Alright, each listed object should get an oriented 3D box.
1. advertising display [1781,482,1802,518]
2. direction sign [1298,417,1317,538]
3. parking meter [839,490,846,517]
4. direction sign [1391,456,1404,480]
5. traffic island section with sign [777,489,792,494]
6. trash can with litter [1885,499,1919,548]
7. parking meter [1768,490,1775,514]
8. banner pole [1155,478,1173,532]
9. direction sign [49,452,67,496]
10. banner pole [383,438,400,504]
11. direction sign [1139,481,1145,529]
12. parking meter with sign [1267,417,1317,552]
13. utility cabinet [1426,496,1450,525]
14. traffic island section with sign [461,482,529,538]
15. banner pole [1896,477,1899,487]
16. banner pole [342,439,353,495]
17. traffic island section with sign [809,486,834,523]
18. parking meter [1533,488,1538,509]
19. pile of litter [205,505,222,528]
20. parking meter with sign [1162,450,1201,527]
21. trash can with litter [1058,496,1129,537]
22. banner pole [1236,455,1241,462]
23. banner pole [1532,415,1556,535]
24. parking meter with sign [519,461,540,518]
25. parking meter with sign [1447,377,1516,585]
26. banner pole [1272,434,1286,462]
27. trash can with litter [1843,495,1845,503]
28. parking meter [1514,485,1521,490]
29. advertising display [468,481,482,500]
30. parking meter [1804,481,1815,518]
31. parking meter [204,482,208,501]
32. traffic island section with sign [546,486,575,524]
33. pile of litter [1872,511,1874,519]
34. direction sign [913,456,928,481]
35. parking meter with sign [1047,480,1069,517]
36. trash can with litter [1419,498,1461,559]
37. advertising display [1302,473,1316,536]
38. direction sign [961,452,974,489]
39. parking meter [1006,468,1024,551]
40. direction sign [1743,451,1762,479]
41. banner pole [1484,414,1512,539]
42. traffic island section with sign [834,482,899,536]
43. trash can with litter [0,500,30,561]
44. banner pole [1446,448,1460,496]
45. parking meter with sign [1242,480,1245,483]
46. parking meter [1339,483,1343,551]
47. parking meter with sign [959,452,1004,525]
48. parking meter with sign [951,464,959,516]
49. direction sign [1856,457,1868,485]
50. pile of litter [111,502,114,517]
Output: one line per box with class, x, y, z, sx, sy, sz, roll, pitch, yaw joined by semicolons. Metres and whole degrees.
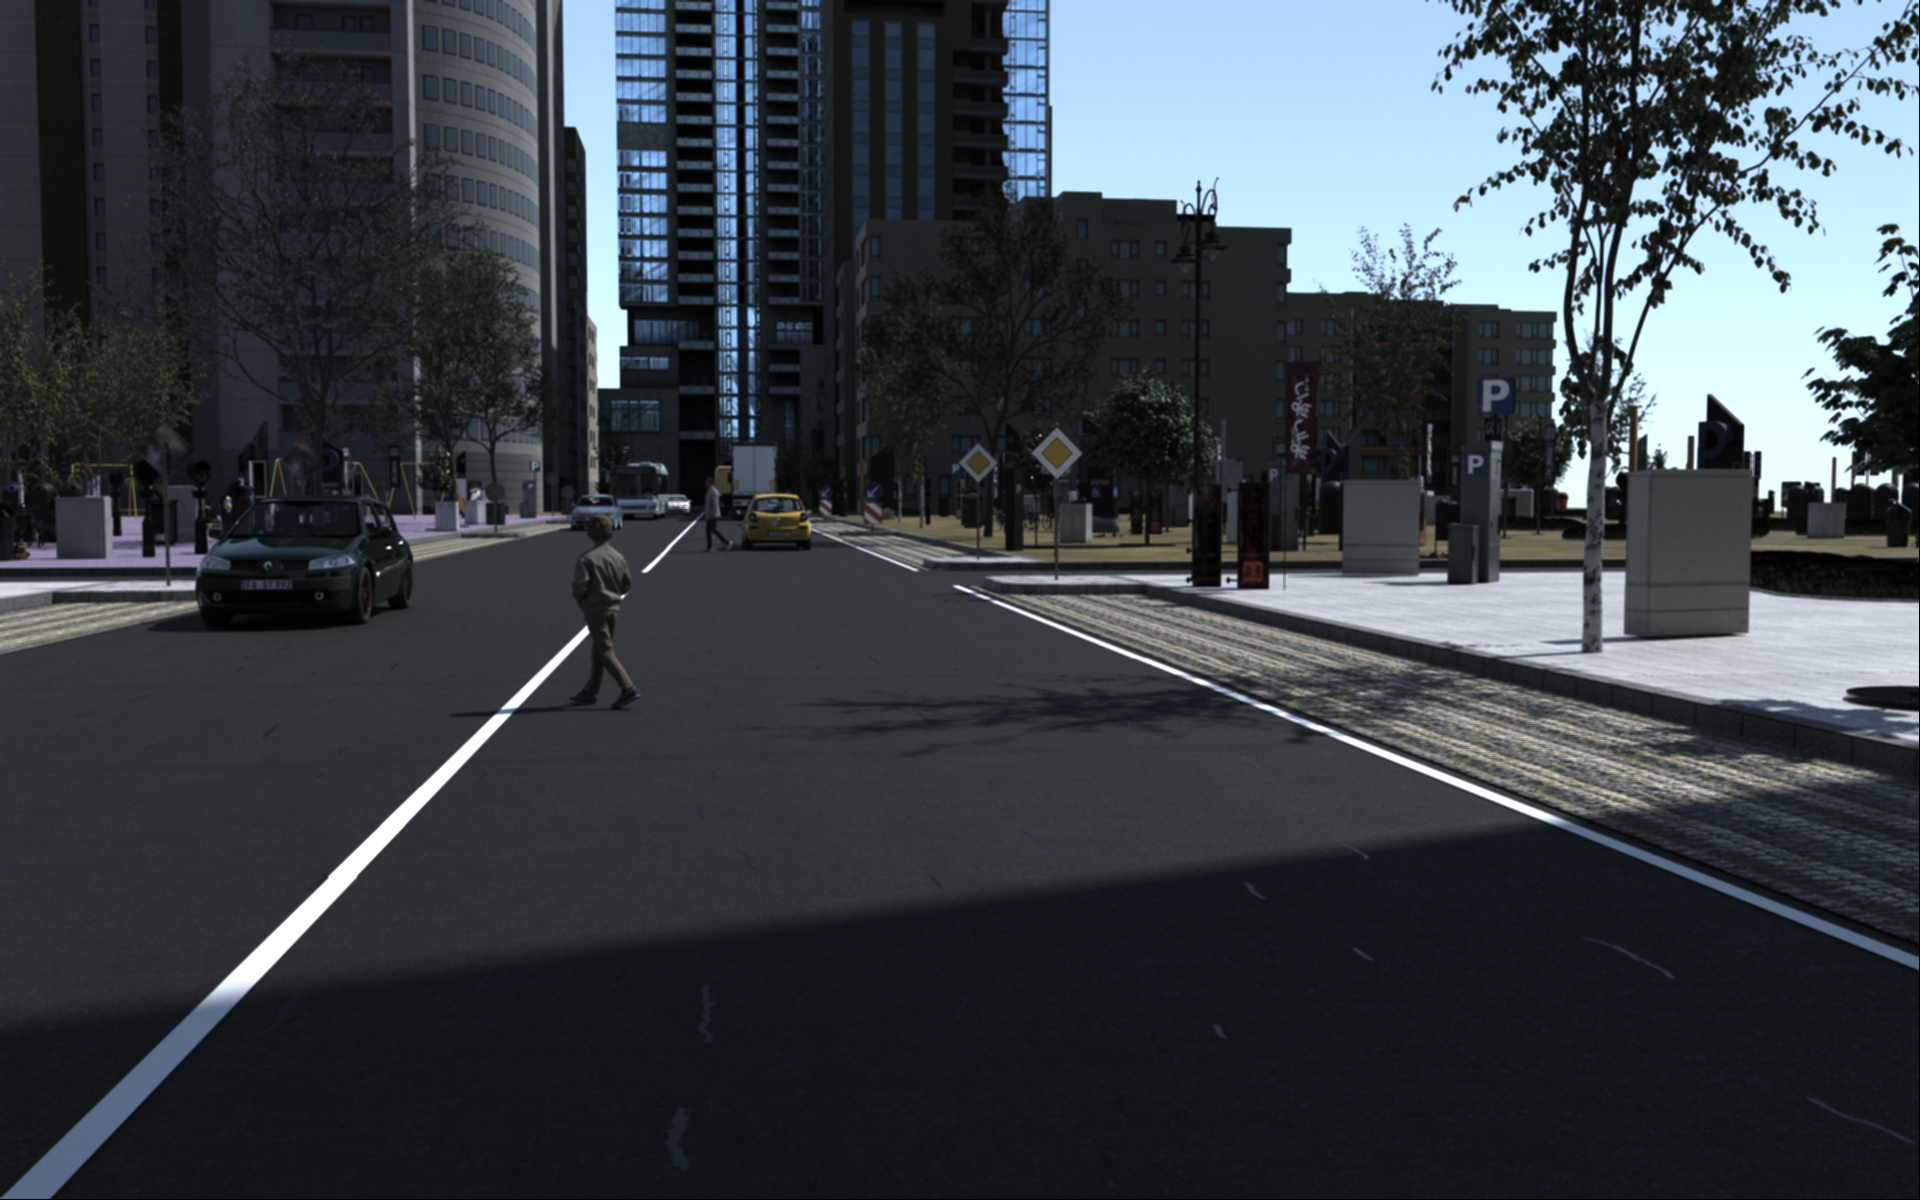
advertising display;42.958;-5.156;89.517;0.123;1.923;0.974;-3;5;-39
direction sign;10.063;-3.610;51.014;0.876;3.537;0.379;1;4;20
parking meter;-6.699;-5.526;98.757;0.372;1.533;0.369;0;3;0
direction sign;25.792;-6.738;102.158;0.379;3.537;0.876;-3;4;-37
traffic island section with sign;-13.621;-7.776;135.771;1.989;1.847;2.006;0;4;-8
trash can with litter;22.923;-1.861;41.807;1.055;1.170;0.624;2;4;32
parking meter;52.425;-6.330;111.913;0.372;1.533;0.369;0;3;0
banner pole;6.877;-4.204;58.749;0.401;3.779;0.863;-2;4;-35
direction sign;-48.082;-6.139;92.375;0.876;3.537;0.379;-1;4;-11
banner pole;-25.578;-5.374;77.874;0.863;3.779;0.401;-2;4;-24
direction sign;6.705;-4.427;64.373;0.876;3.537;0.379;3;5;45
parking meter with sign;7.232;-2.608;38.903;1.738;3.016;0.543;-3;5;-41
utility cabinet;19.807;-3.707;71.774;0.306;1.237;1.020;-2;4;-35
traffic island section with sign;-15.246;-2.951;56.883;1.989;1.847;2.006;0;4;-8
banner pole;40.130;-5.145;74.135;0.401;3.779;0.863;3;4;36
banner pole;-27.936;-5.450;79.127;0.401;3.779;0.863;1;4;20
traffic island section with sign;-6.861;-4.756;86.388;1.989;1.847;2.006;0;4;-8
parking meter;33.444;-5.803;100.582;0.399;1.863;0.255;3;5;39
pile of litter;-28.919;-3.218;66.576;1.719;0.858;1.176;-1;4;-18
parking meter with sign;8.447;-4.323;66.948;1.738;3.016;0.543;-2;4;-28
trash can with litter;3.969;-2.490;51.771;2.233;1.210;1.678;0;4;-3
banner pole;17.709;-7.343;110.080;0.401;3.779;0.863;-1;4;-15
banner pole;18.424;-3.946;54.539;0.401;3.779;0.863;-2;4;-29
parking meter with sign;-23.088;-5.899;92.715;0.543;3.016;1.738;-3;4;-38
parking meter with sign;7.571;-1.772;25.241;0.543;3.016;1.738;2;4;32
banner pole;13.240;-5.028;72.227;0.863;3.779;0.401;3;5;42
trash can with litter;47.027;-4.926;91.591;1.678;1.210;2.233;-2;4;-27
parking meter;34.049;-6.121;105.781;0.399;1.863;0.255;0;4;2
advertising display;-24.058;-4.934;85.878;0.123;1.923;0.974;1;4;19
parking meter;39.038;-4.520;79.611;0.255;1.863;0.399;-2;4;-26
parking meter;-37.718;-4.931;86.335;0.399;1.863;0.255;2;4;30
traffic island section with sign;-18.905;-4.590;83.676;1.989;1.847;2.006;0;4;-8
pile of litter;45.953;-4.500;87.548;1.176;0.858;1.719;0;4;-7
direction sign;-2.350;-6.792;103.045;0.876;3.537;0.379;-1;4;-17
parking meter with sign;5.693;-6.117;96.279;1.738;3.016;0.543;0;4;1
trash can with litter;9.461;-1.464;34.991;2.233;1.210;1.678;1;4;9
advertising display;10.678;-2.922;52.982;0.123;1.923;0.974;0;4;-5
direction sign;0.408;-6.164;92.779;0.876;3.537;0.379;-3;5;-41
parking meter;1.237;-2.048;39.201;0.255;1.863;0.399;3;5;40
direction sign;41.788;-6.080;91.403;0.876;3.537;0.379;0;4;8
banner pole;15.524;-3.670;50.014;0.863;3.779;0.401;0;4;2
traffic island section with sign;-3.180;-3.123;59.684;1.989;1.847;2.006;0;4;-8
trash can with litter;-18.476;-1.349;33.444;0.624;1.170;1.055;0;4;-2
banner pole;26.509;-6.322;93.374;0.863;3.779;0.401;2;4;29
parking meter with sign;14.838;-5.886;92.495;1.738;3.016;0.543;1;4;23
parking meter;8.806;-1.892;39.350;0.372;1.533;0.369;0;3;0
parking meter with sign;0.931;-4.604;71.533;1.738;3.016;0.543;0;4;4
parking meter with sign;-0.019;-6.403;100.947;0.543;3.016;1.738;1;4;15
direction sign;38.304;-4.962;73.124;0.876;3.537;0.379;3;4;38
pile of litter;-46.984;-4.966;95.166;1.176;0.858;1.719;1;4;13
